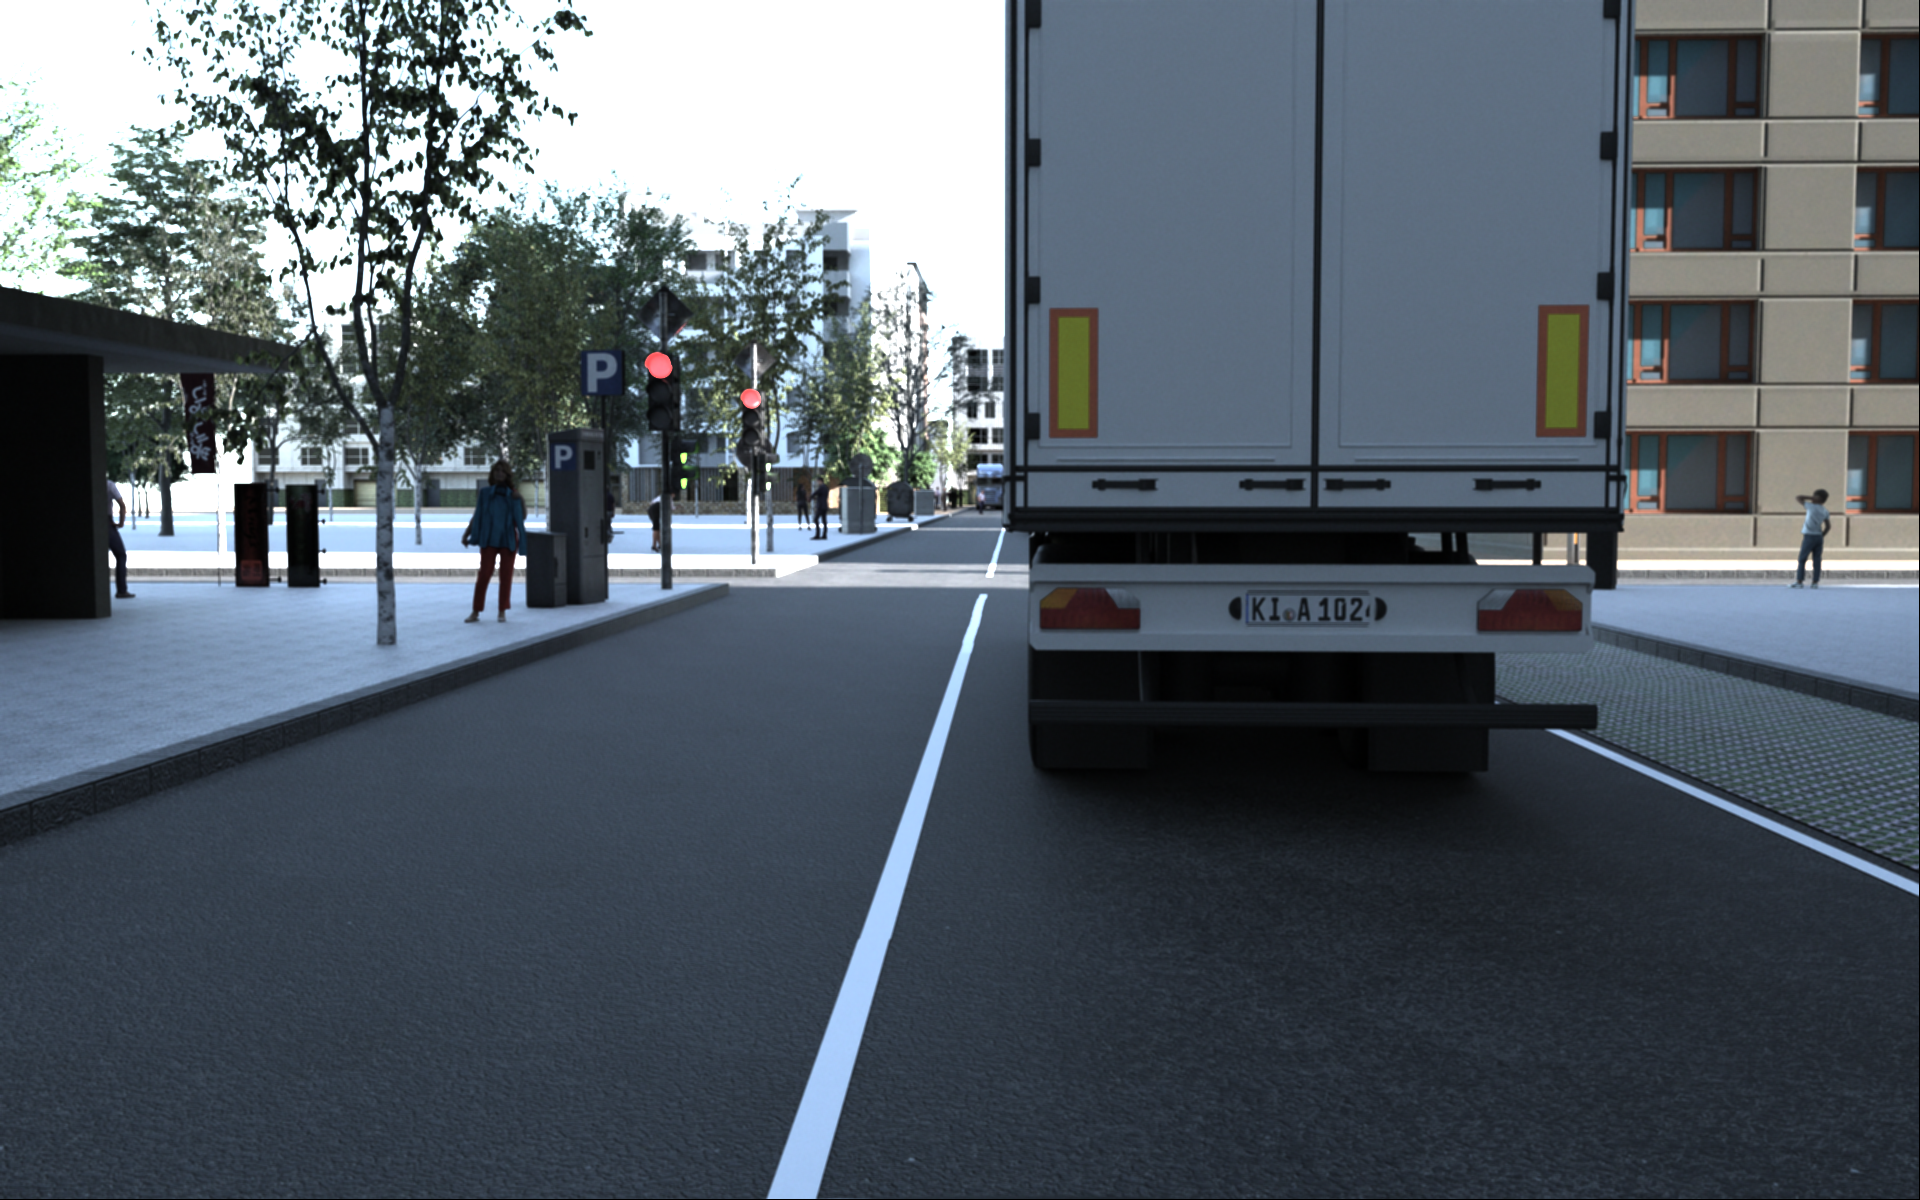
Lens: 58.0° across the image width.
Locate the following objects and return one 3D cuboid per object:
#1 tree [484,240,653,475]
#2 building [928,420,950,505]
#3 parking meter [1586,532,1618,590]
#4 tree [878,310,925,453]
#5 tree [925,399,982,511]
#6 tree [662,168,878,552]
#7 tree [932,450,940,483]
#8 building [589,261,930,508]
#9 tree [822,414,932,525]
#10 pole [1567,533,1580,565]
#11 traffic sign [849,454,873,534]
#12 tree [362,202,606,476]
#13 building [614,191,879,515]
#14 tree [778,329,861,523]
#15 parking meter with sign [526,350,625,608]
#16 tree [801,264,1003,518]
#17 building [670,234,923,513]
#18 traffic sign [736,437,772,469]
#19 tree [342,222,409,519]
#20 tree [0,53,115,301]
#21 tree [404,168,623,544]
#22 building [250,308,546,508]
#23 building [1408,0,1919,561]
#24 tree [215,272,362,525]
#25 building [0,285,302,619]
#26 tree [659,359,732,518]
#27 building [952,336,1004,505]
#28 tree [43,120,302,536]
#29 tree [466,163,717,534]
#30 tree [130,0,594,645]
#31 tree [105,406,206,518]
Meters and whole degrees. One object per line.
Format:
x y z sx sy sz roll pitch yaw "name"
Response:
-19.192 -10.931 85.381 9.857 13.997 8.962 0 3 0 "tree"
-15.394 -15.663 198.236 28.070 9.664 9.099 0 4 2 "building"
8.686 -1.080 23.364 0.399 1.863 0.255 2 4 33 "parking meter"
-4.017 -7.003 64.863 4.737 8.622 4.395 0 3 0 "tree"
-1.142 -11.206 133.582 4.737 8.622 4.395 0 3 0 "tree"
-4.474 -5.381 38.350 4.737 8.622 4.395 0 3 0 "tree"
-2.928 -7.822 111.611 4.285 4.588 4.351 0 3 0 "tree"
-19.672 -19.744 166.781 32.646 21.610 27.936 0 4 2 "building"
-4.004 -5.372 71.547 4.285 4.588 4.351 0 3 0 "tree"
11.055 -2.280 31.126 0.158 3.312 0.155 0 3 0 "pole"
-3.136 -3.353 54.927 0.768 2.556 0.104 0 4 5 "traffic sign"
-18.067 -9.247 68.196 9.611 12.733 9.660 0 3 0 "tree"
-13.213 -15.673 112.675 16.016 20.091 11.380 0 4 2 "building"
-6.555 -7.815 78.138 4.360 8.622 3.978 0 3 0 "tree"
-4.519 -1.468 20.269 0.543 3.016 1.738 1 4 13 "parking meter with sign"
-2.824 -11.102 91.893 12.009 13.543 11.850 0 3 0 "tree"
-12.069 -16.369 134.099 16.747 18.905 31.486 0 4 2 "building"
-4.197 -2.150 35.262 0.768 2.556 0.104 1 4 11 "traffic sign"
-13.833 -5.733 44.096 4.737 8.622 4.395 0 3 0 "tree"
-23.858 -7.010 40.375 9.928 11.665 9.643 0 3 0 "tree"
-9.415 -5.437 39.266 4.737 8.622 4.395 0 3 0 "tree"
-51.737 -18.738 172.821 31.486 18.905 16.747 0 4 2 "building"
26.148 -12.301 46.161 28.899 21.520 27.650 0 4 2 "building"
-28.293 -8.387 71.541 7.601 10.594 8.767 -1 4 -8 "tree"
-22.493 -21.670 8.922 28.867 44.769 22.147 0 4 2 "building"
-14.560 -8.783 93.964 4.360 8.622 3.978 0 3 0 "tree"
15.131 -20.509 201.781 31.486 18.905 16.747 0 4 2 "building"
-24.194 -8.271 53.355 7.486 12.596 7.792 0 3 0 "tree"
-11.593 -7.956 55.842 9.928 11.665 9.643 0 3 0 "tree"
-5.008 -3.941 14.797 4.360 8.622 3.978 0 3 0 "tree"
-49.174 -8.139 95.979 20.602 7.101 11.467 1 4 14 "tree"
